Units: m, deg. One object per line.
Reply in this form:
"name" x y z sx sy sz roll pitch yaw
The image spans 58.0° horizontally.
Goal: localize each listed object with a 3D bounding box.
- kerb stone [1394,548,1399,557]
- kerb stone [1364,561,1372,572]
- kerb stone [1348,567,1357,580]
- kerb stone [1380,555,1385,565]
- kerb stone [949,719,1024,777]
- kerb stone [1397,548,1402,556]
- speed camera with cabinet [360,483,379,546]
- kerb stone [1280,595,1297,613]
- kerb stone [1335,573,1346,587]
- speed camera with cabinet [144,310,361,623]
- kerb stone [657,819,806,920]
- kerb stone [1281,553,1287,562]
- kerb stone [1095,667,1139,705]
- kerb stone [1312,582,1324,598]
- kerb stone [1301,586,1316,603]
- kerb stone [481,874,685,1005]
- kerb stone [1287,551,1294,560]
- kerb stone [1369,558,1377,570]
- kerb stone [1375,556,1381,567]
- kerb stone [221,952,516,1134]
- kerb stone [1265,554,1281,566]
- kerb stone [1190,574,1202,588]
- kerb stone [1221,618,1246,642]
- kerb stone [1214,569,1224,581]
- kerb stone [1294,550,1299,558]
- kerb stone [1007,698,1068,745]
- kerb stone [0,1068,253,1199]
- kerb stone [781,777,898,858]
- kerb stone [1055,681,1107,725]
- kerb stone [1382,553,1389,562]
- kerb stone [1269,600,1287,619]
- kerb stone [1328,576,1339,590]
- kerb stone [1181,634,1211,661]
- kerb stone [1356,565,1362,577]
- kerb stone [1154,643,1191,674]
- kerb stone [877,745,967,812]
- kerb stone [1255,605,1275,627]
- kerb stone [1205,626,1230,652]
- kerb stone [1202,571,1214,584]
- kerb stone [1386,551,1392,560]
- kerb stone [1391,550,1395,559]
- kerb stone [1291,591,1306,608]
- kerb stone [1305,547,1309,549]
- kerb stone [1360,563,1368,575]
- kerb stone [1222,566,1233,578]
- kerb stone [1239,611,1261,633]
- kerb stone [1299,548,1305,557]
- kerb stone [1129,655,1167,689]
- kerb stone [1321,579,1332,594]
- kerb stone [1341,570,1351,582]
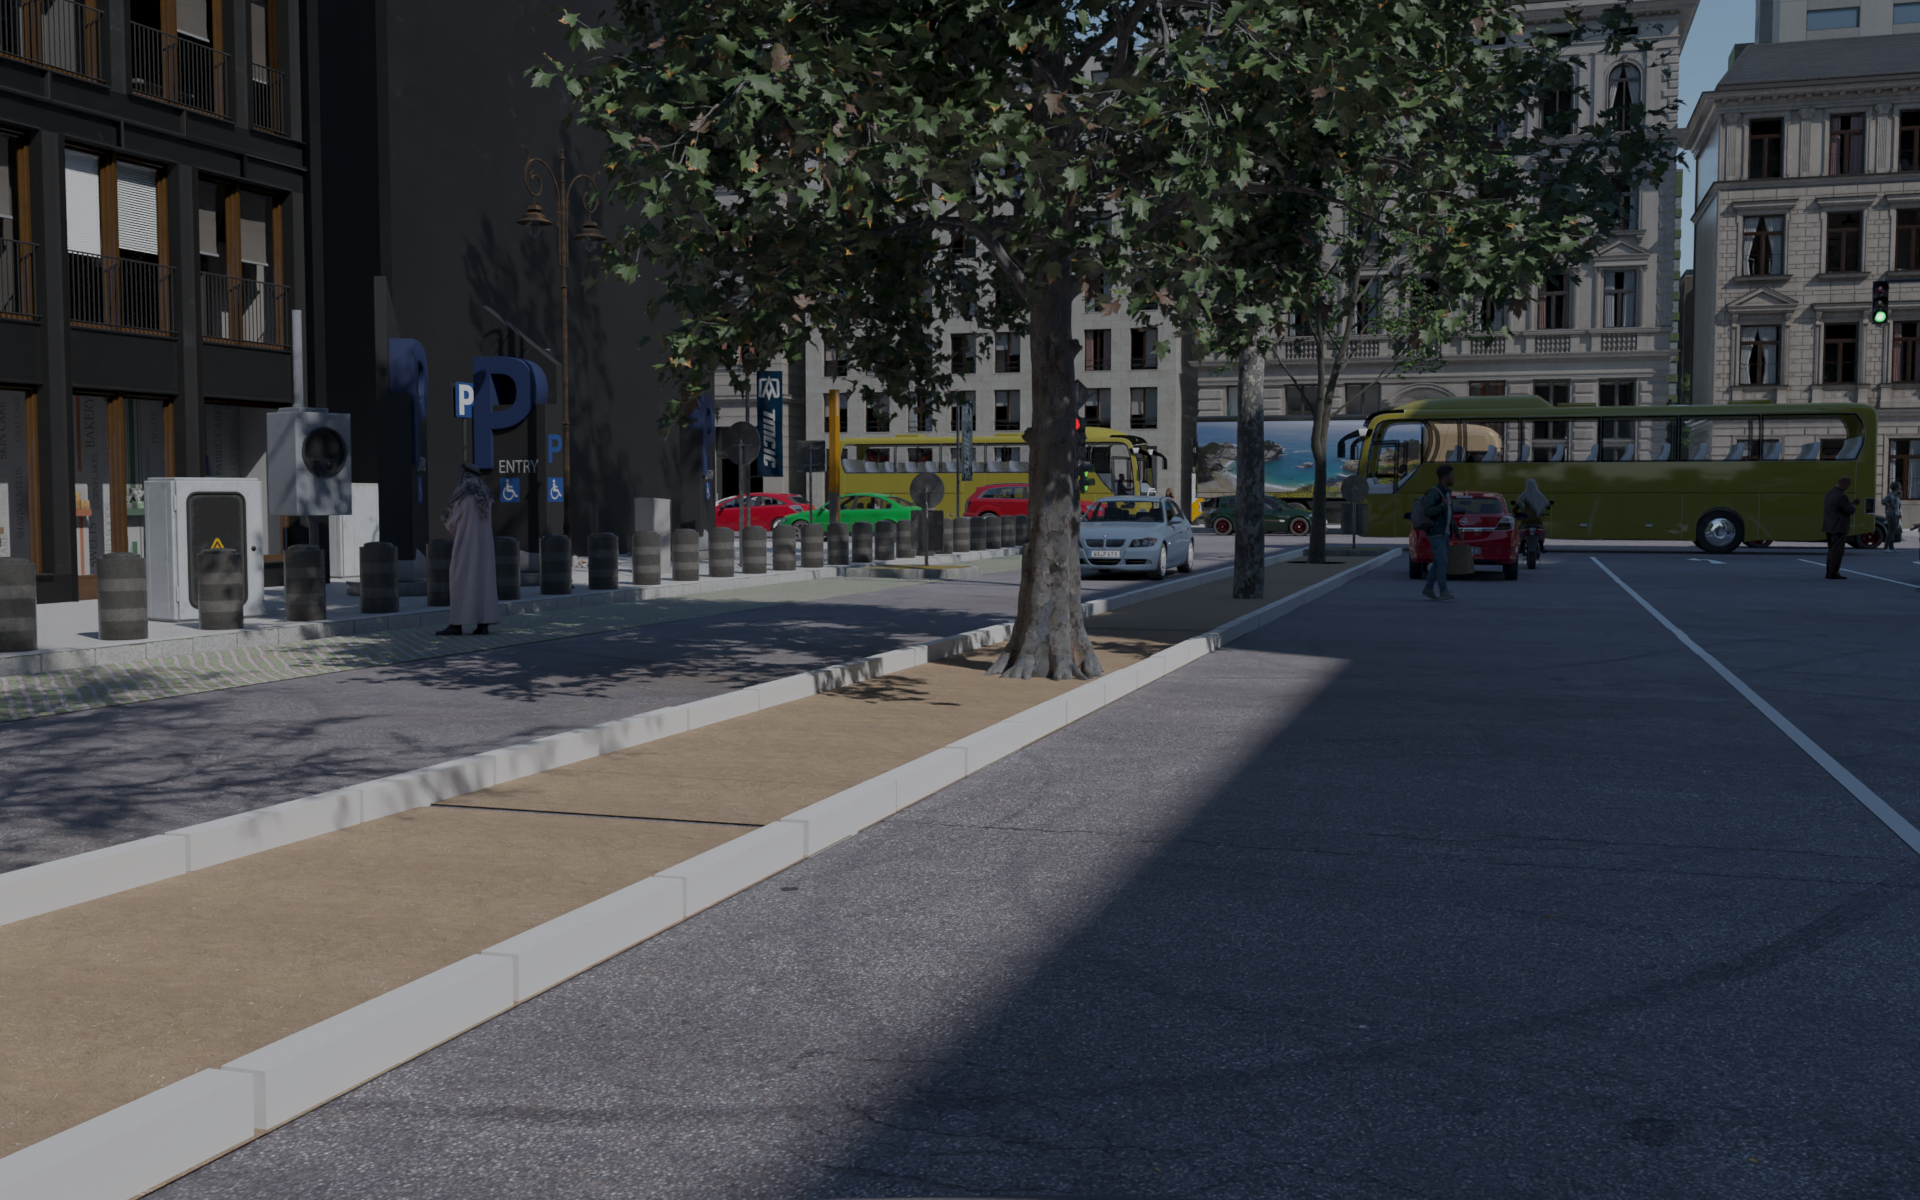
"kerb stone" 9.638 -1.007 38.660 0.120 0.150 1.000 1 4 18
"kerb stone" 7.416 -0.582 31.788 0.120 0.150 1.000 1 4 18
"kerb stone" 6.467 -0.407 28.856 0.120 0.150 1.000 1 4 18
"kerb stone" 8.374 -0.764 34.725 0.120 0.150 1.000 1 4 18
"kerb stone" 0.134 0.791 9.269 0.120 0.150 1.000 1 4 18
"kerb stone" 9.964 -1.068 39.650 0.120 0.150 1.000 1 4 18
"speed camera with cabinet" -9.632 -1.951 26.231 0.660 3.252 2.038 2 4 25
"kerb stone" 3.938 0.072 21.012 0.120 0.150 1.000 1 4 18
"kerb stone" 5.842 -0.288 26.899 0.120 0.150 1.000 1 4 18
"speed camera with cabinet" -7.391 -1.451 18.059 0.660 3.252 2.038 3 4 36
"kerb stone" -0.824 0.976 6.321 0.120 0.150 1.000 1 4 18
"kerb stone" 6.700 -0.864 36.389 0.120 0.150 1.000 1 4 18
"kerb stone" 1.080 0.611 12.199 0.120 0.150 1.000 1 4 18
"kerb stone" 4.889 -0.108 23.955 0.120 0.150 1.000 1 4 18
"kerb stone" 4.570 -0.047 22.968 0.120 0.150 1.000 1 4 18
"kerb stone" -1.140 1.037 5.345 0.120 0.150 1.000 1 4 18
"kerb stone" 7.023 -0.926 37.362 0.120 0.150 1.000 1 4 18
"kerb stone" 7.740 -0.647 32.775 0.120 0.150 1.000 1 4 18
"kerb stone" 8.056 -0.707 33.750 0.120 0.150 1.000 1 4 18
"kerb stone" -1.455 1.097 4.365 0.120 0.150 1.000 1 4 18
"kerb stone" 6.380 -0.804 35.415 0.120 0.150 1.000 1 4 18
"kerb stone" 3.531 -0.269 26.597 0.120 0.150 1.000 1 4 18
"kerb stone" 2.667 0.317 17.107 0.120 0.150 1.000 1 4 18
"kerb stone" 4.163 -0.387 28.548 0.120 0.150 1.000 1 4 18
"kerb stone" 7.336 -0.987 38.340 0.120 0.150 1.000 1 4 18
"kerb stone" 0.444 0.731 10.249 0.120 0.150 1.000 1 4 18
"kerb stone" -1.776 1.151 3.382 0.120 0.150 1.000 1 4 18
"kerb stone" -0.498 0.911 7.305 0.120 0.150 1.000 1 4 18
"kerb stone" 0.762 0.671 11.224 0.120 0.150 1.000 1 4 18
"kerb stone" 8.686 -0.827 35.713 0.120 0.150 1.000 1 4 18
"kerb stone" 3.623 0.132 20.036 0.120 0.150 1.000 1 4 18
"kerb stone" 5.521 -0.227 25.920 0.120 0.150 1.000 1 4 18
"kerb stone" 2.031 0.432 15.140 0.120 0.150 1.000 1 4 18
"kerb stone" 6.781 -0.467 29.833 0.120 0.150 1.000 1 4 18
"kerb stone" 1.715 0.492 14.158 0.120 0.150 1.000 1 4 18
"kerb stone" -0.186 0.854 8.282 0.120 0.150 1.000 1 4 18
"kerb stone" 3.308 0.192 19.059 0.120 0.150 1.000 1 4 18
"kerb stone" 2.350 0.381 16.115 0.120 0.150 1.000 1 4 18
"kerb stone" 3.852 -0.329 27.571 0.120 0.150 1.000 1 4 18
"kerb stone" 9.003 -0.885 36.695 0.120 0.150 1.000 1 4 18
"kerb stone" 9.313 -0.947 37.679 0.120 0.150 1.000 1 4 18
"kerb stone" 4.247 0.016 21.995 0.120 0.150 1.000 1 4 18
"kerb stone" 7.969 -1.105 40.306 0.120 0.150 1.000 1 4 18
"kerb stone" 7.109 -0.523 30.805 0.120 0.150 1.000 1 4 18
"kerb stone" 4.480 -0.449 29.529 0.120 0.150 1.000 1 4 18
"kerb stone" 2.984 0.252 18.082 0.120 0.150 1.000 1 4 18
"kerb stone" 7.646 -1.047 39.317 0.120 0.150 1.000 1 4 18
"kerb stone" 1.398 0.559 13.183 0.120 0.150 1.000 1 4 18
"kerb stone" 5.202 -0.163 24.932 0.120 0.150 1.000 1 4 18
"kerb stone" 6.150 -0.348 27.878 0.120 0.150 1.000 1 4 18
